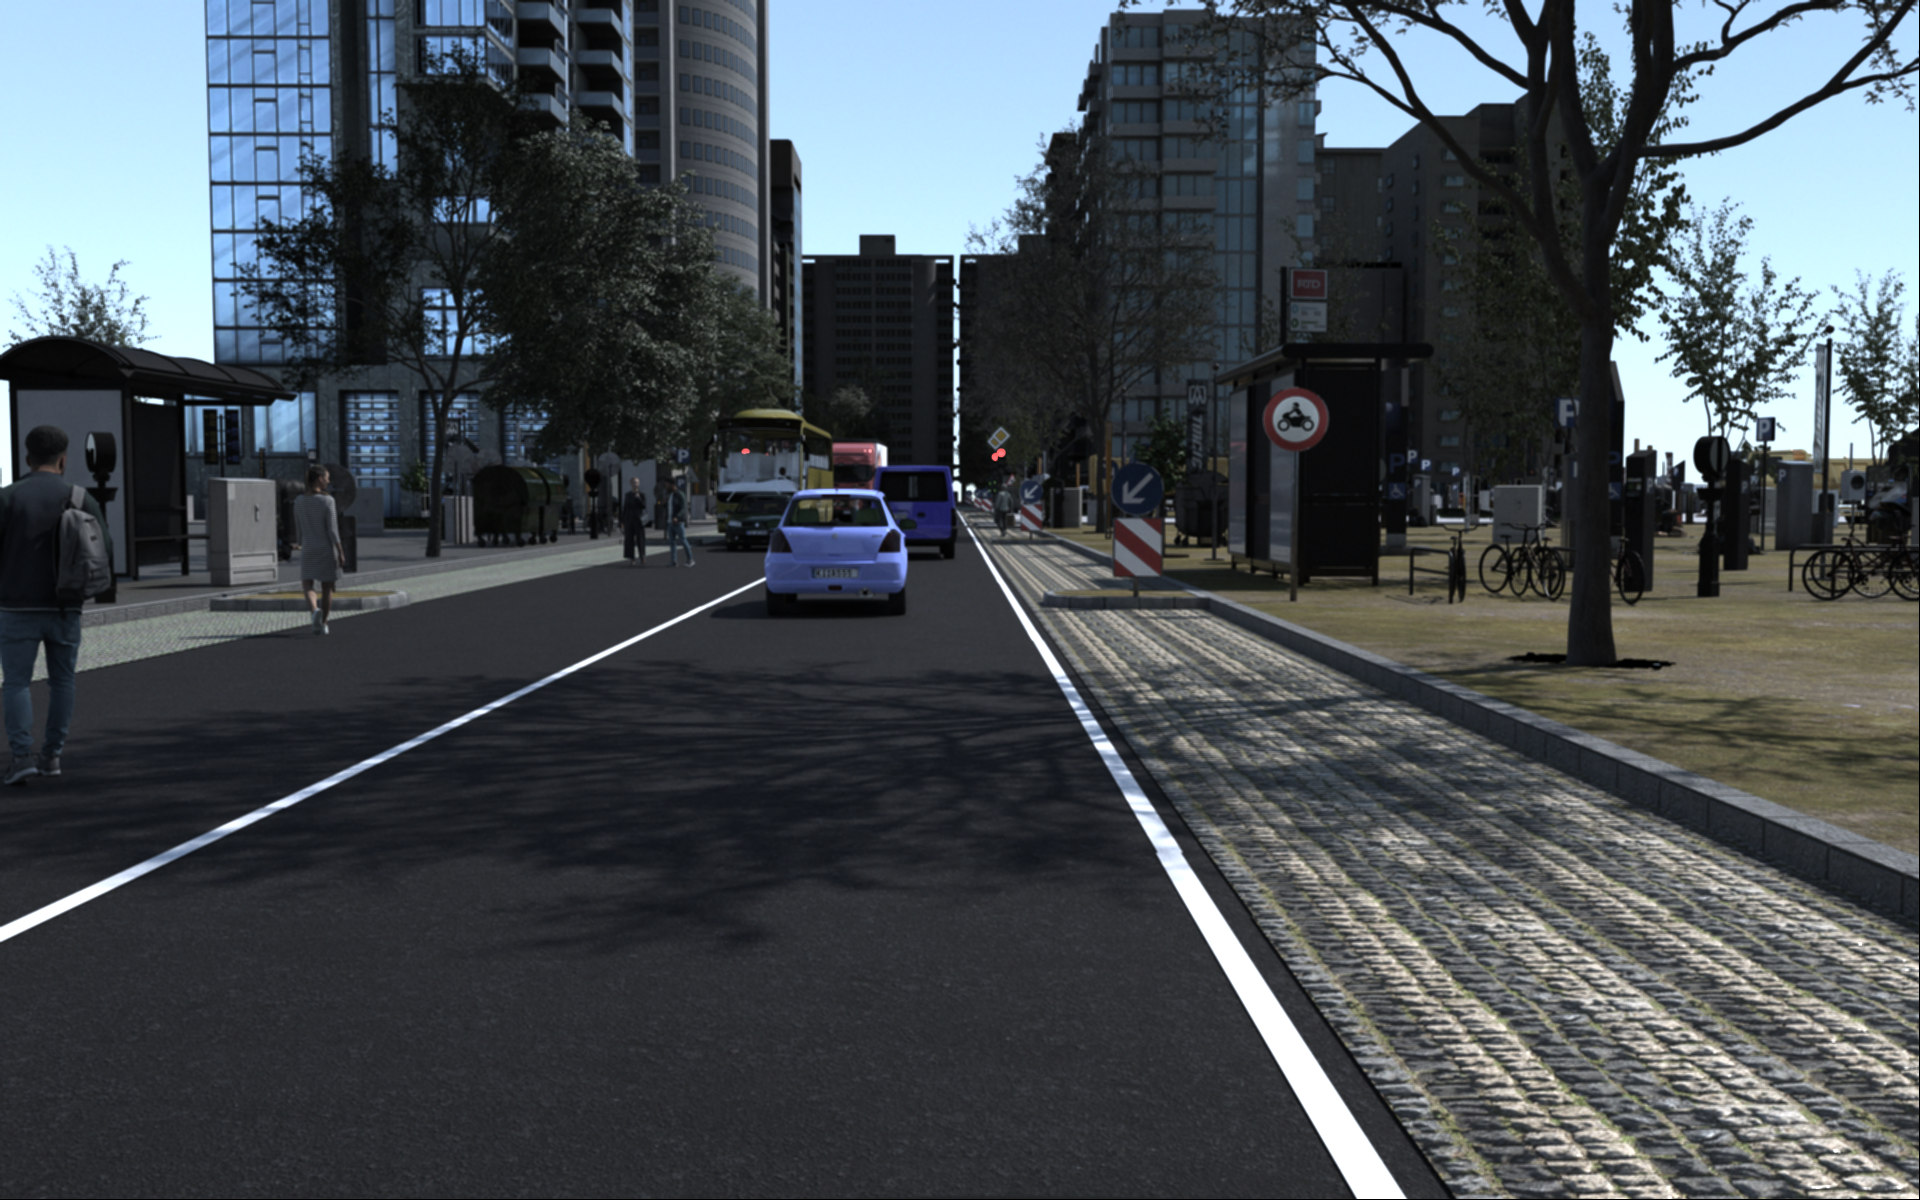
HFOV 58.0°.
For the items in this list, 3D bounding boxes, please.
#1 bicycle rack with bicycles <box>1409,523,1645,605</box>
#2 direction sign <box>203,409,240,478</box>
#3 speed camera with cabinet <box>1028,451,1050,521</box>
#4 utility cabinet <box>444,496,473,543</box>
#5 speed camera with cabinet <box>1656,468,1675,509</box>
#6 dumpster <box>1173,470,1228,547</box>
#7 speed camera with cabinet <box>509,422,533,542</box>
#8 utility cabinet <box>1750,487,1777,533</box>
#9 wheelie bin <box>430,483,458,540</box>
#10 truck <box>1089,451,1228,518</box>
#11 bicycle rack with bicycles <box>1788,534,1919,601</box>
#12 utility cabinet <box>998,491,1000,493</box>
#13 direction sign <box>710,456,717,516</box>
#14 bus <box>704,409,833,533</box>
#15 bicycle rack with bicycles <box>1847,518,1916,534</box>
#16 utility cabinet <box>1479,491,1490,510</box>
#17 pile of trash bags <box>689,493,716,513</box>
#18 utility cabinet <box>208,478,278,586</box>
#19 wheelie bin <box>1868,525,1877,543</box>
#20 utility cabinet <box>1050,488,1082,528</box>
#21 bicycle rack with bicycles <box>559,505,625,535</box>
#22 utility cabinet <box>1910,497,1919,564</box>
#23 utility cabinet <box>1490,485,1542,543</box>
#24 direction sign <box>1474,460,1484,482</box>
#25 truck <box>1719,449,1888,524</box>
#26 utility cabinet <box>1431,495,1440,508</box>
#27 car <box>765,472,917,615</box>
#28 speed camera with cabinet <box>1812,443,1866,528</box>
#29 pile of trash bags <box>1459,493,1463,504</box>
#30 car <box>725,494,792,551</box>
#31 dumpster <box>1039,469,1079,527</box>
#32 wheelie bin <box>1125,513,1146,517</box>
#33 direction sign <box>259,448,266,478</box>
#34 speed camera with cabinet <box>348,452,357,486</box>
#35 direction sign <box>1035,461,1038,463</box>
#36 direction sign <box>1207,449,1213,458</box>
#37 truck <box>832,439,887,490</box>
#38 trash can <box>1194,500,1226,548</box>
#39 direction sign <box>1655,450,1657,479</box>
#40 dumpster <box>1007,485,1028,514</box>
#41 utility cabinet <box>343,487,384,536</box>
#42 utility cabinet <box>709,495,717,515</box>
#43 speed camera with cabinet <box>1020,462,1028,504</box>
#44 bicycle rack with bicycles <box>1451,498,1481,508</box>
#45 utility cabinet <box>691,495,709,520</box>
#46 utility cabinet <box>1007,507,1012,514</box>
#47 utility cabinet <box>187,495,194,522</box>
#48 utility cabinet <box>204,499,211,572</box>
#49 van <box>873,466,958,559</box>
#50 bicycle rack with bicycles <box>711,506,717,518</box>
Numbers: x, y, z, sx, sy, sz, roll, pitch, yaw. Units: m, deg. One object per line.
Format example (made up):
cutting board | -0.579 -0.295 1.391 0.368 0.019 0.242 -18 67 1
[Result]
bicycle rack with bicycles | 6.749 -0.482 21.256 2.852 0.926 2.925 0 4 1
direction sign | -19.723 -3.322 46.316 0.876 3.537 0.379 -1 4 -22
speed camera with cabinet | 4.179 -5.275 80.575 0.660 3.252 2.038 3 5 40
utility cabinet | -13.256 -2.121 45.848 0.306 1.237 1.020 1 4 13
speed camera with cabinet | 35.088 -5.614 86.118 0.660 3.252 2.038 2 4 32
dumpster | 5.997 -2.271 42.894 1.264 1.857 1.865 0 4 0
speed camera with cabinet | -11.841 -3.219 46.965 0.660 3.252 2.038 -1 4 -9
utility cabinet | 26.283 -2.933 56.636 1.173 1.500 0.318 -3 5 -39
wheelie bin | -14.340 -2.467 48.238 0.693 1.594 0.980 -3 4 -36
truck | 10.546 -4.852 75.255 9.791 3.379 3.469 0 4 2
bicycle rack with bicycles | 11.802 -0.506 21.653 2.925 0.926 2.852 1 4 11
utility cabinet | 3.392 -7.272 127.577 1.173 1.500 0.318 -1 4 -11
direction sign | -14.309 -6.759 102.503 0.876 3.537 0.379 -1 4 -12
bus | -5.617 -3.803 53.730 2.896 3.916 12.252 0 4 0
bicycle rack with bicycles | 33.413 -2.952 61.654 2.852 0.926 2.925 3 5 39
utility cabinet | 33.039 -6.069 107.911 1.173 1.500 0.318 -1 4 -12
pile of trash bags | -17.312 -6.675 118.889 1.912 1.369 3.447 -3 4 -36
utility cabinet | -10.099 -0.964 24.448 0.318 1.500 1.173 1 4 10
wheelie bin | 24.442 -2.325 45.919 0.693 1.594 0.980 1 4 8
utility cabinet | 3.984 -3.454 65.152 1.173 1.500 0.318 1 4 23
bicycle rack with bicycles | -11.719 -2.560 55.238 2.852 0.926 2.925 -2 4 -25
utility cabinet | 17.996 -1.255 31.675 0.306 1.237 1.020 -3 5 -43
utility cabinet | 14.392 -2.205 44.738 1.173 1.500 0.318 3 4 37
direction sign | 34.926 -7.621 116.598 0.876 3.537 0.379 -2 4 -33
truck | 37.716 -4.905 76.119 9.791 3.379 3.469 0 3 0
utility cabinet | 32.610 -6.584 118.814 0.306 1.237 1.020 3 4 37
car | -1.510 -0.750 21.861 1.945 1.707 3.694 0 4 -2
speed camera with cabinet | 33.568 -4.403 66.332 2.038 3.252 0.660 0 4 -6
pile of trash bags | 42.111 -7.992 140.418 3.447 1.369 1.912 0 4 5
car | -4.973 -2.134 44.673 2.009 1.686 4.222 0 4 1
dumpster | 3.822 -3.980 67.573 1.502 2.255 1.985 0 4 0
wheelie bin | 6.057 -3.162 59.600 0.693 1.594 0.980 -3 4 -38
direction sign | -34.142 -5.679 84.841 0.379 3.537 0.876 0 4 -6
speed camera with cabinet | -29.186 -5.284 80.735 2.038 3.252 0.660 -1 4 -16
direction sign | 5.273 -7.828 119.989 0.379 3.537 0.876 1 4 19
direction sign | 12.418 -5.787 86.620 0.876 3.537 0.379 1 4 18
truck | -5.358 -6.185 90.037 2.839 4.237 11.283 0 4 1
trash can | 5.969 -1.816 41.353 0.748 1.137 0.748 0 3 0
direction sign | 35.393 -5.930 88.947 0.876 3.537 0.379 -1 4 -19
dumpster | 3.675 -6.474 111.614 1.264 1.857 1.865 0 4 0
utility cabinet | -18.204 -2.702 52.849 1.173 1.500 0.318 -1 4 -20
utility cabinet | -14.985 -5.840 106.642 1.020 1.237 0.306 1 4 14
speed camera with cabinet | 4.656 -6.717 104.155 2.038 3.252 0.660 1 4 16
bicycle rack with bicycles | 42.625 -8.238 148.070 2.852 0.926 2.925 3 4 38
utility cabinet | -12.969 -4.568 85.849 0.306 1.237 1.020 1 4 19
utility cabinet | 3.192 -6.316 114.425 0.306 1.237 1.020 -1 4 -23
utility cabinet | -35.922 -4.220 80.162 0.306 1.237 1.020 1 4 11
utility cabinet | -12.345 -1.097 29.101 0.306 1.237 1.020 0 4 -2
van | -1.104 -2.175 39.945 2.240 2.365 5.245 0 4 -2
bicycle rack with bicycles | -11.782 -4.801 91.877 2.925 0.926 2.852 0 4 0
